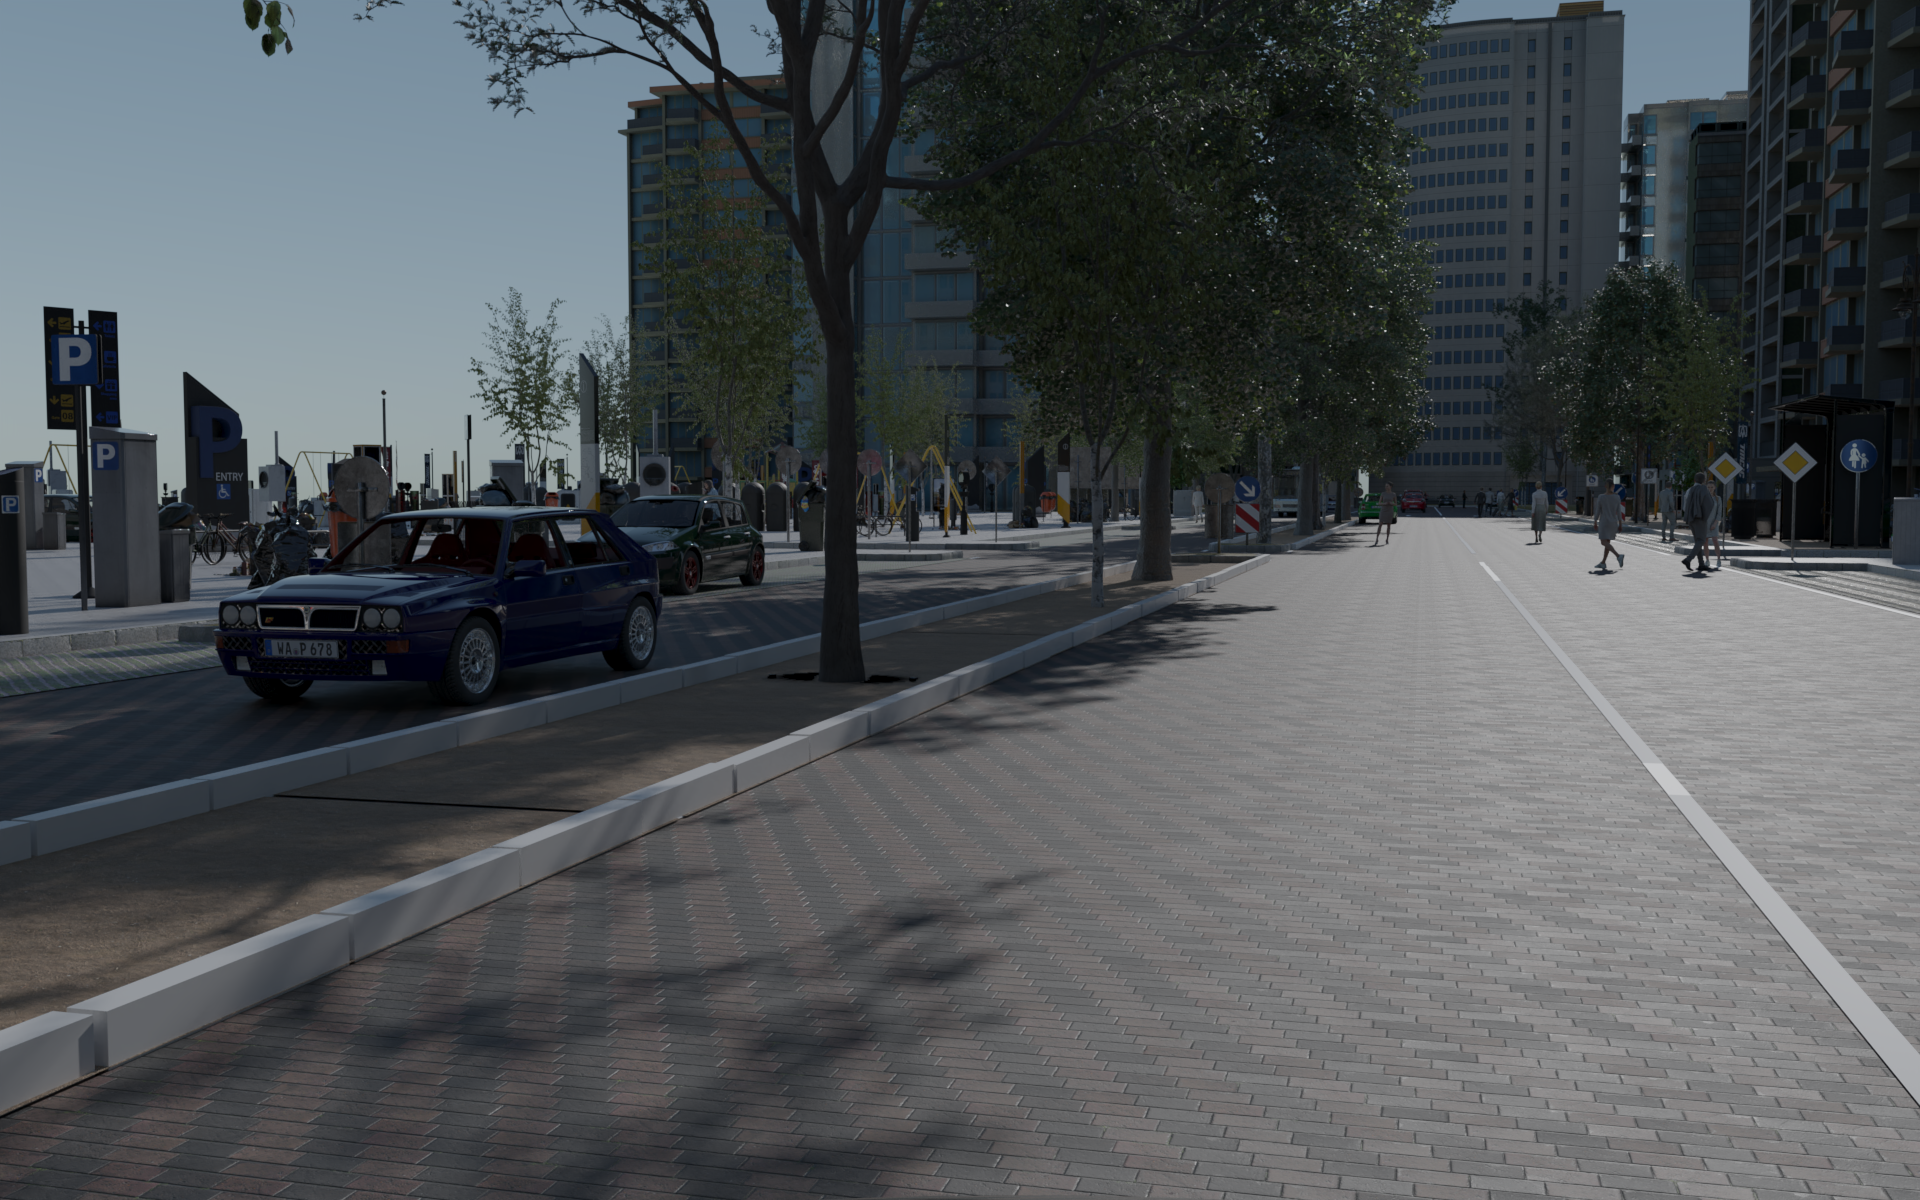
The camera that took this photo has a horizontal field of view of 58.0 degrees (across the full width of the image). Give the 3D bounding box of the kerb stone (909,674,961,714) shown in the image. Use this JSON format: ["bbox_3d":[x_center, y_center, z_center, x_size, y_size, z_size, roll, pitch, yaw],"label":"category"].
[{"bbox_3d":[-0.198,0.642,11.727,0.120,0.150,1.000,1,4,15],"label":"kerb stone"}]

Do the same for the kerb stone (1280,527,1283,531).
[{"bbox_3d":[11.958,-2.634,65.266,0.120,0.150,1.000,1,4,15],"label":"kerb stone"}]

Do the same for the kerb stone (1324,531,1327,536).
[{"bbox_3d":[11.863,-2.112,56.796,0.120,0.150,1.000,1,4,15],"label":"kerb stone"}]

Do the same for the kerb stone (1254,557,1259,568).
[{"bbox_3d":[5.638,-0.692,33.512,0.120,0.150,1.000,1,4,15],"label":"kerb stone"}]

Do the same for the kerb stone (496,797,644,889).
[{"bbox_3d":[-1.518,0.943,6.779,0.120,0.150,1.000,1,4,15],"label":"kerb stone"}]

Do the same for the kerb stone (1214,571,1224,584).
[{"bbox_3d":[4.050,-0.325,27.568,0.120,0.150,1.000,1,4,15],"label":"kerb stone"}]

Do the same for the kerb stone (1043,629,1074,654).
[{"bbox_3d":[0.857,0.398,15.695,0.120,0.150,1.000,1,4,15],"label":"kerb stone"}]

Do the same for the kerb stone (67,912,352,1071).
[{"bbox_3d":[-2.044,1.064,4.796,0.120,0.150,1.000,1,4,15],"label":"kerb stone"}]

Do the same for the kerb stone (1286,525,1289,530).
[{"bbox_3d":[12.762,-2.816,68.229,0.120,0.150,1.000,1,4,15],"label":"kerb stone"}]

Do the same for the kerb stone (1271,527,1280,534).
[{"bbox_3d":[11.695,-2.574,64.278,0.120,0.150,1.000,1,4,15],"label":"kerb stone"}]

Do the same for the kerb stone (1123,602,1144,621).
[{"bbox_3d":[1.918,0.156,19.651,0.120,0.150,1.000,1,4,15],"label":"kerb stone"}]

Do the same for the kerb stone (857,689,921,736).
[{"bbox_3d":[-0.454,0.701,10.737,0.120,0.150,1.000,1,4,15],"label":"kerb stone"}]

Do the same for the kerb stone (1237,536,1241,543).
[{"bbox_3d":[7.982,-1.726,50.412,0.120,0.150,1.000,1,4,15],"label":"kerb stone"}]

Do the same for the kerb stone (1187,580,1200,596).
[{"bbox_3d":[3.248,-0.147,24.602,0.120,0.150,1.000,1,4,15],"label":"kerb stone"}]

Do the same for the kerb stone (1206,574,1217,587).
[{"bbox_3d":[3.781,-0.265,26.582,0.120,0.150,1.000,1,4,15],"label":"kerb stone"}]

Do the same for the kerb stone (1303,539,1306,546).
[{"bbox_3d":[9.212,-1.505,46.902,0.120,0.150,1.000,1,4,15],"label":"kerb stone"}]

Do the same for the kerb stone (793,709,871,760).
[{"bbox_3d":[-0.726,0.763,9.752,0.120,0.150,1.000,1,4,15],"label":"kerb stone"}]

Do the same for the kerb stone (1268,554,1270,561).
[{"bbox_3d":[6.430,-0.869,36.488,0.120,0.150,1.000,1,4,15],"label":"kerb stone"}]

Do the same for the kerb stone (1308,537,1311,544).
[{"bbox_3d":[9.737,-1.632,48.879,0.120,0.150,1.000,1,4,15],"label":"kerb stone"}]

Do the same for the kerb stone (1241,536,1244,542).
[{"bbox_3d":[8.249,-1.787,51.406,0.120,0.150,1.000,1,4,15],"label":"kerb stone"}]

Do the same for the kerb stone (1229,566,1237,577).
[{"bbox_3d":[4.572,-0.448,29.545,0.120,0.150,1.000,1,4,15],"label":"kerb stone"}]

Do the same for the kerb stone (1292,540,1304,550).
[{"bbox_3d":[8.953,-1.451,45.912,0.120,0.150,1.000,1,4,15],"label":"kerb stone"}]

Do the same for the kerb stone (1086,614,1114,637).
[{"bbox_3d":[1.397,0.277,17.672,0.120,0.150,1.000,1,4,15],"label":"kerb stone"}]

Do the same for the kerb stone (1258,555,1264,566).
[{"bbox_3d":[5.909,-0.749,34.498,0.120,0.150,1.000,1,4,15],"label":"kerb stone"}]

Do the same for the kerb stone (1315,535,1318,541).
[{"bbox_3d":[10.543,-1.813,51.838,0.120,0.150,1.000,1,4,15],"label":"kerb stone"}]

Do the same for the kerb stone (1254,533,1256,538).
[{"bbox_3d":[9.304,-2.026,55.357,0.120,0.150,1.000,1,4,15],"label":"kerb stone"}]

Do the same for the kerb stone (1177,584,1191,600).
[{"bbox_3d":[2.991,-0.086,23.604,0.120,0.150,1.000,1,4,15],"label":"kerb stone"}]

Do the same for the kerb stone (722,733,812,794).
[{"bbox_3d":[-0.991,0.830,8.756,0.120,0.150,1.000,1,4,15],"label":"kerb stone"}]

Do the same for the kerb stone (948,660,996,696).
[{"bbox_3d":[0.068,0.580,12.714,0.120,0.150,1.000,1,4,15],"label":"kerb stone"}]

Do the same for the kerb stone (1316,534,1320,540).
[{"bbox_3d":[10.803,-1.872,52.833,0.120,0.150,1.000,1,4,15],"label":"kerb stone"}]

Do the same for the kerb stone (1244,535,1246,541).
[{"bbox_3d":[8.514,-1.847,52.393,0.120,0.150,1.000,1,4,15],"label":"kerb stone"}]

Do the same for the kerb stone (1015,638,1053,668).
[{"bbox_3d":[0.603,0.459,14.693,0.120,0.150,1.000,1,4,15],"label":"kerb stone"}]

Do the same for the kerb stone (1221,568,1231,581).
[{"bbox_3d":[4.315,-0.381,28.556,0.120,0.150,1.000,1,4,15],"label":"kerb stone"}]

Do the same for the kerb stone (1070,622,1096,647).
[{"bbox_3d":[1.135,0.344,16.682,0.120,0.150,1.000,1,4,15],"label":"kerb stone"}]

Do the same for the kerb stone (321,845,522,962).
[{"bbox_3d":[-1.780,1.004,5.791,0.120,0.150,1.000,1,4,15],"label":"kerb stone"}]

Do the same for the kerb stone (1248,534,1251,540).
[{"bbox_3d":[8.779,-1.907,53.381,0.120,0.150,1.000,1,4,15],"label":"kerb stone"}]

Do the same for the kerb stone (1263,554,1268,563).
[{"bbox_3d":[6.160,-0.811,35.491,0.120,0.150,1.000,1,4,15],"label":"kerb stone"}]

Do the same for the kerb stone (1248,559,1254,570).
[{"bbox_3d":[5.372,-0.632,32.521,0.120,0.150,1.000,1,4,15],"label":"kerb stone"}]

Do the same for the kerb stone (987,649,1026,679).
[{"bbox_3d":[0.331,0.524,13.708,0.120,0.150,1.000,1,4,15],"label":"kerb stone"}]

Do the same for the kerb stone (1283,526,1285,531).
[{"bbox_3d":[12.219,-2.693,66.257,0.120,0.150,1.000,1,4,15],"label":"kerb stone"}]

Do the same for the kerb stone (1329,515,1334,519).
[{"bbox_3d":[21.756,-4.872,101.892,0.120,0.150,1.000,1,4,15],"label":"kerb stone"}]

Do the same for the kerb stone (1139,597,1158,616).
[{"bbox_3d":[2.193,0.095,20.637,0.120,0.150,1.000,1,4,15],"label":"kerb stone"}]

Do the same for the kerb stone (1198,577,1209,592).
[{"bbox_3d":[3.523,-0.208,25.593,0.120,0.150,1.000,1,4,15],"label":"kerb stone"}]

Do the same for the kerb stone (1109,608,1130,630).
[{"bbox_3d":[1.666,0.219,18.658,0.120,0.150,1.000,1,4,15],"label":"kerb stone"}]

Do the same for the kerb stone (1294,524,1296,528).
[{"bbox_3d":[13.815,-3.049,72.203,0.120,0.150,1.000,1,4,15],"label":"kerb stone"}]

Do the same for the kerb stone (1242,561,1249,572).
[{"bbox_3d":[5.101,-0.571,31.530,0.120,0.150,1.000,1,4,15],"label":"kerb stone"}]

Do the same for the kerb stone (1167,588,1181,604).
[{"bbox_3d":[2.720,-0.021,22.614,0.120,0.150,1.000,1,4,15],"label":"kerb stone"}]

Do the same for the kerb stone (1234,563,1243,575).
[{"bbox_3d":[4.835,-0.510,30.538,0.120,0.150,1.000,1,4,15],"label":"kerb stone"}]

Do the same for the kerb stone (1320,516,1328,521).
[{"bbox_3d":[20.171,-4.511,95.951,0.120,0.150,1.000,1,4,15],"label":"kerb stone"}]

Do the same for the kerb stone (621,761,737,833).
[{"bbox_3d":[-1.261,0.882,7.770,0.120,0.150,1.000,1,4,15],"label":"kerb stone"}]

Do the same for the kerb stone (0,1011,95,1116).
[{"bbox_3d":[-2.322,1.125,3.803,0.120,0.150,1.000,1,4,15],"label":"kerb stone"}]

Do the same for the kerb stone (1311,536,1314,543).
[{"bbox_3d":[10.016,-1.692,49.863,0.120,0.150,1.000,1,4,15],"label":"kerb stone"}]

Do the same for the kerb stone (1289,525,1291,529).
[{"bbox_3d":[13.023,-2.872,69.226,0.120,0.150,1.000,1,4,15],"label":"kerb stone"}]

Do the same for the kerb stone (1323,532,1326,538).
[{"bbox_3d":[11.606,-2.055,55.798,0.120,0.150,1.000,1,4,15],"label":"kerb stone"}]

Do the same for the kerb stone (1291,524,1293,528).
[{"bbox_3d":[13.283,-2.933,70.220,0.120,0.150,1.000,1,4,15],"label":"kerb stone"}]

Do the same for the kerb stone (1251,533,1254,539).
[{"bbox_3d":[9.037,-1.966,54.371,0.120,0.150,1.000,1,4,15],"label":"kerb stone"}]

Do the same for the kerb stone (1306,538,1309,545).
[{"bbox_3d":[9.479,-1.572,47.890,0.120,0.150,1.000,1,4,15],"label":"kerb stone"}]

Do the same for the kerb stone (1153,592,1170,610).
[{"bbox_3d":[2.458,0.037,21.626,0.120,0.150,1.000,1,4,15],"label":"kerb stone"}]

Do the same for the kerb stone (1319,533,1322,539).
[{"bbox_3d":[11.067,-1.928,53.826,0.120,0.150,1.000,1,4,15],"label":"kerb stone"}]
